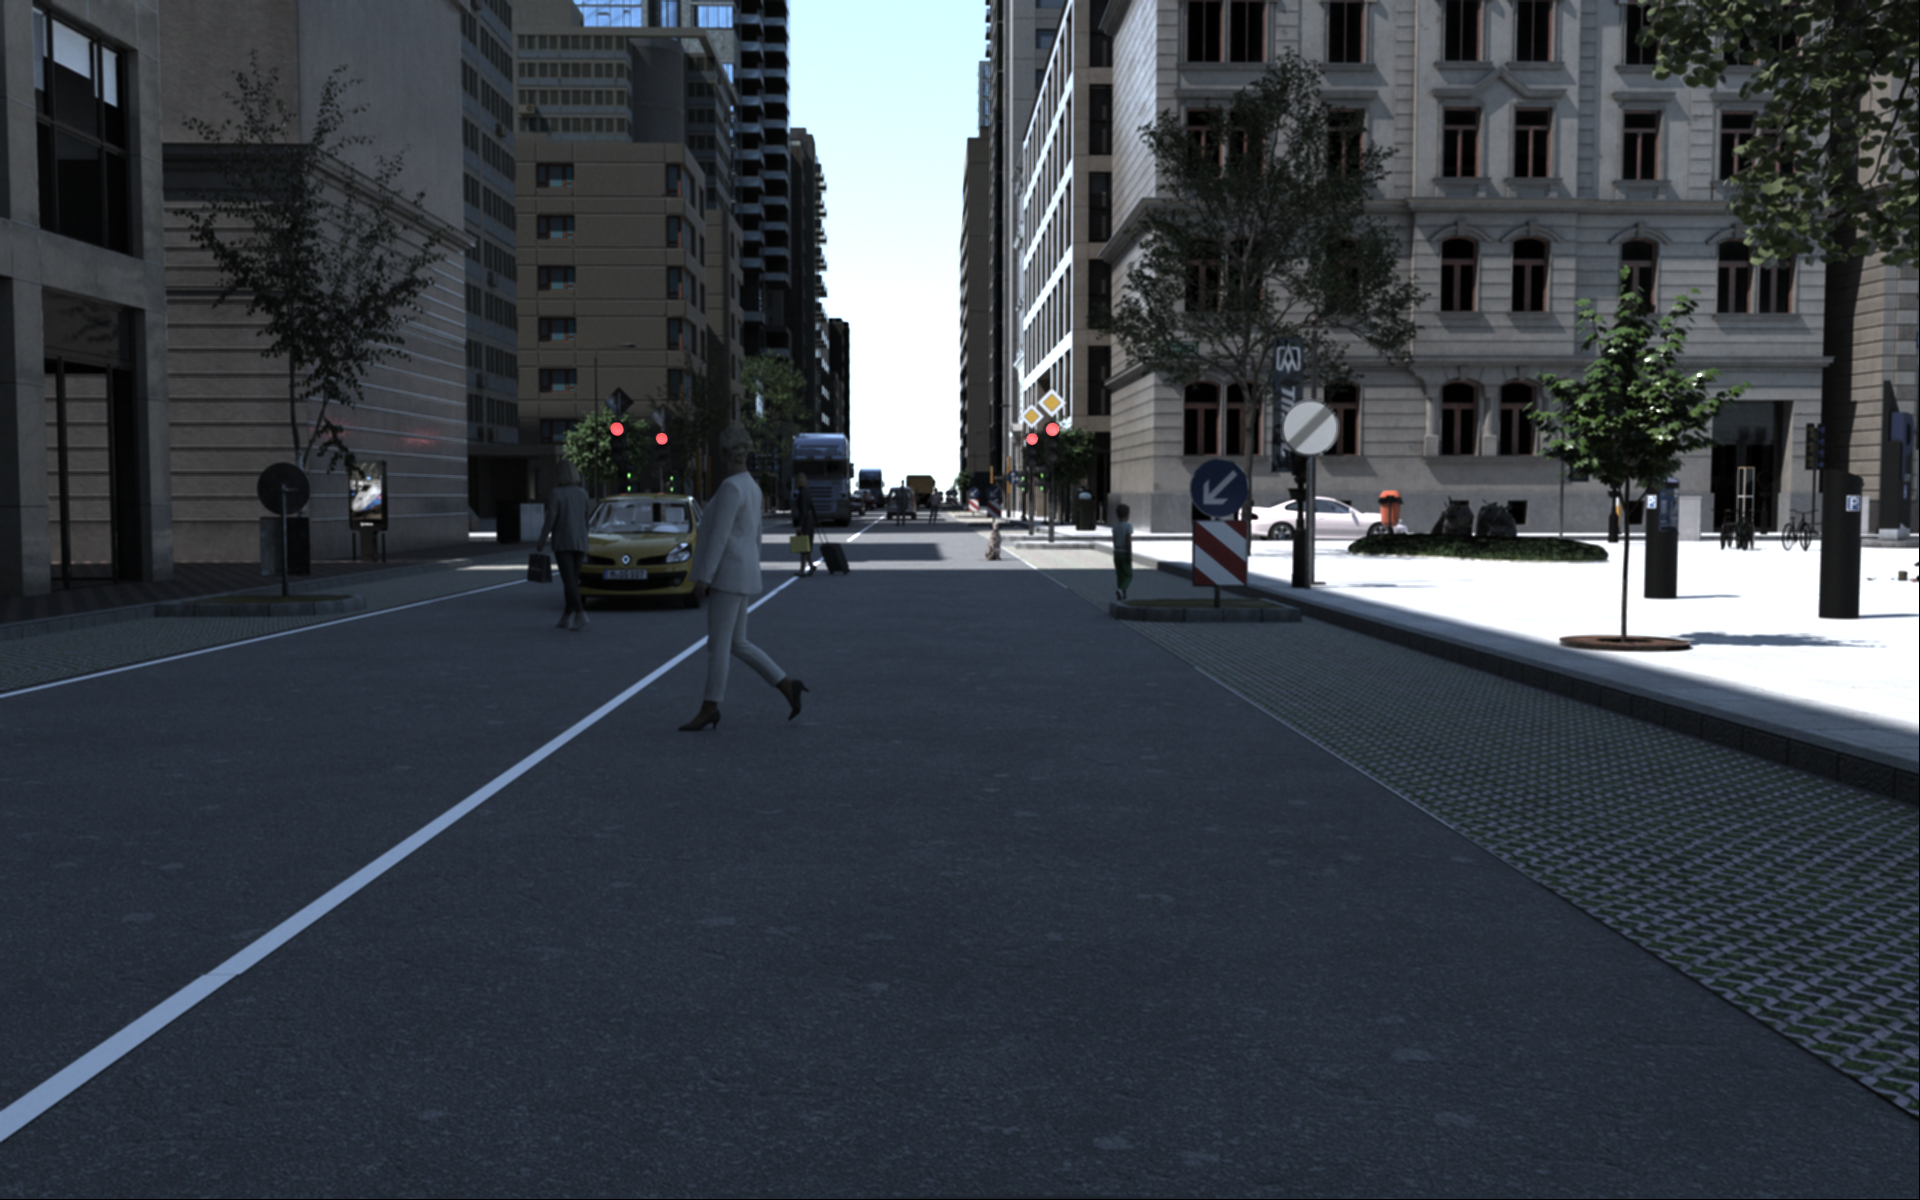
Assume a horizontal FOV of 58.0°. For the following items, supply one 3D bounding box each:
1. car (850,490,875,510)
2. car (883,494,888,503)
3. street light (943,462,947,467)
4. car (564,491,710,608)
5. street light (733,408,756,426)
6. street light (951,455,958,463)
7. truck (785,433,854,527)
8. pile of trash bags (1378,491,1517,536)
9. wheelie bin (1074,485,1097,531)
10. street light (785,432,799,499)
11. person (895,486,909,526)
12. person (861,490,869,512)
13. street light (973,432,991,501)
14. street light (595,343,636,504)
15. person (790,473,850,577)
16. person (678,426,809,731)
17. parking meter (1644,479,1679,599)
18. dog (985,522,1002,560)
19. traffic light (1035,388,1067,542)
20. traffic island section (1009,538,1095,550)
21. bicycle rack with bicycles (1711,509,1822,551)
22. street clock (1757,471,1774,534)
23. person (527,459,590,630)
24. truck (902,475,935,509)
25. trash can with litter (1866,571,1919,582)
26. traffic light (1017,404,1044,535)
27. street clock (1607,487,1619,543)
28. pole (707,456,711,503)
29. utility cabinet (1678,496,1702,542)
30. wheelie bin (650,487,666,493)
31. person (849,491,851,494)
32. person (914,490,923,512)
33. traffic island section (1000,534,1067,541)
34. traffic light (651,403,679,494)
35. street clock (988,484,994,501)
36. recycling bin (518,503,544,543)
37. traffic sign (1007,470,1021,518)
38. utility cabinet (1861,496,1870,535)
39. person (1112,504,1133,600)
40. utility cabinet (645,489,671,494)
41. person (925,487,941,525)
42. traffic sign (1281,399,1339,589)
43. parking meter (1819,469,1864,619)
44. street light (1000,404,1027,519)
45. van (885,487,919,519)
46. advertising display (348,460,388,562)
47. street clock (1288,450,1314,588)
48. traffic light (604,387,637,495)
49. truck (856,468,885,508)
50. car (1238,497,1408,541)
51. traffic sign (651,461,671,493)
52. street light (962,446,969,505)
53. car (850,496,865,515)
[{"bbox_3d":[-8.712,-8.918,154.484,2.281,1.827,5.304,0,4,-3],"label":"car"},{"bbox_3d":[-10.112,-13.453,228.759,1.959,1.807,4.718,0,4,-3],"label":"car"},{"bbox_3d":[-1.272,-16.886,248.631,1.470,5.913,1.316,0,4,-1],"label":"street light"},{"bbox_3d":[-4.160,-0.778,22.949,2.015,1.641,3.980,0,4,-3],"label":"car"},{"bbox_3d":[-11.643,-7.382,93.238,1.470,5.913,1.316,0,4,-1],"label":"street light"},{"bbox_3d":[-0.116,-14.253,205.571,1.470,5.913,1.316,0,4,-1],"label":"street light"},{"bbox_3d":[-6.475,-5.684,82.692,2.967,4.110,18.799,0,4,-3],"label":"truck"},{"bbox_3d":[12.408,-2.103,44.129,3.447,1.369,1.912,1,4,15],"label":"pile of trash bags"},{"bbox_3d":[4.400,-3.239,60.870,0.693,1.594,0.980,-1,4,-20],"label":"wheelie bin"},{"bbox_3d":[-12.540,-9.628,129.961,1.470,5.913,1.316,0,4,-1],"label":"street light"},{"bbox_3d":[-2.632,-4.263,78.304,0.635,1.810,0.391,0,4,-2],"label":"person"},{"bbox_3d":[-7.709,-7.968,139.488,0.721,1.736,1.217,2,4,31],"label":"person"},{"bbox_3d":[1.730,-9.572,129.036,1.470,5.913,1.316,0,4,-1],"label":"street light"},{"bbox_3d":[-10.688,-4.953,53.518,1.470,5.913,1.316,0,4,-1],"label":"street light"},{"bbox_3d":[-2.484,-1.324,30.364,0.699,1.804,1.509,3,5,40],"label":"person"},{"bbox_3d":[-1.318,-0.134,10.562,0.818,1.842,0.514,-1,4,-13],"label":"person"},{"bbox_3d":[8.629,-0.788,21.295,0.372,1.533,0.369,0,3,0],"label":"parking meter"},{"bbox_3d":[0.630,-1.269,37.578,0.800,0.831,0.513,-2,4,-34],"label":"dog"},{"bbox_3d":[2.407,-3.485,45.895,0.839,4.253,0.868,0,4,-1],"label":"traffic light"},{"bbox_3d":[2.447,-1.451,46.010,2.009,0.180,2.903,0,4,-1],"label":"traffic island section"},{"bbox_3d":[18.597,-1.629,40.009,2.852,0.926,2.925,3,4,38],"label":"bicycle rack with bicycles"},{"bbox_3d":[25.558,-3.085,55.010,0.471,2.002,0.358,1,4,19],"label":"street clock"},{"bbox_3d":[-4.193,-0.588,18.305,0.728,1.800,0.709,3,5,44],"label":"person"},{"bbox_3d":[-4.073,-10.852,173.349,3.469,3.379,9.791,0,4,-3],"label":"truck"},{"bbox_3d":[14.496,-0.867,25.231,2.233,1.210,1.678,3,5,43],"label":"trash can with litter"},{"bbox_3d":[2.204,-3.973,53.878,0.839,4.253,0.868,0,4,-1],"label":"traffic light"},{"bbox_3d":[17.271,-2.518,45.735,0.471,2.002,0.358,-2,4,-34],"label":"street clock"},{"bbox_3d":[-13.431,-6.050,92.762,0.158,3.312,0.155,0,3,0],"label":"pole"},{"bbox_3d":[19.571,-2.195,47.053,1.020,1.237,0.306,1,4,15],"label":"utility cabinet"},{"bbox_3d":[-13.888,-4.374,79.426,0.980,1.594,0.693,1,4,19],"label":"wheelie bin"},{"bbox_3d":[-12.671,-11.681,199.452,1.348,1.831,0.705,1,4,21],"label":"person"},{"bbox_3d":[-3.377,-8.143,142.174,0.750,1.759,0.617,-1,4,-21],"label":"person"},{"bbox_3d":[2.245,-1.940,53.992,2.009,0.180,2.903,0,4,-1],"label":"traffic island section"},{"bbox_3d":[-9.153,-3.954,53.574,0.839,4.253,0.868,0,4,-1],"label":"traffic light"},{"bbox_3d":[2.190,-7.103,120.696,0.471,2.002,0.358,0,4,1],"label":"street clock"},{"bbox_3d":[-11.539,-2.061,46.249,0.722,1.027,0.722,-2,4,-27],"label":"recycling bin"},{"bbox_3d":[2.910,-5.709,93.453,0.768,2.556,0.104,0,4,-1],"label":"traffic sign"},{"bbox_3d":[28.706,-2.681,55.002,0.306,1.237,1.020,2,4,27],"label":"utility cabinet"},{"bbox_3d":[2.094,-0.588,22.368,0.306,1.304,0.590,1,4,20],"label":"person"},{"bbox_3d":[-14.126,-4.424,81.019,1.173,1.500,0.318,1,4,17],"label":"utility cabinet"},{"bbox_3d":[-1.306,-4.418,81.411,0.731,1.740,0.598,-2,4,-26],"label":"person"},{"bbox_3d":[4.709,-1.423,23.375,0.768,2.556,0.104,0,4,7],"label":"traffic sign"},{"bbox_3d":[9.105,-0.580,17.901,0.372,1.533,0.369,0,3,0],"label":"parking meter"},{"bbox_3d":[2.754,-7.175,89.859,1.470,5.913,1.316,0,4,-1],"label":"street light"},{"bbox_3d":[-3.355,-5.670,99.715,2.013,2.044,4.112,0,4,0],"label":"van"},{"bbox_3d":[-11.215,-1.689,32.824,0.974,1.923,0.123,2,4,32],"label":"advertising display"},{"bbox_3d":[4.671,-1.174,23.763,0.358,2.002,0.471,0,4,2],"label":"street clock"},{"bbox_3d":[-8.950,-3.466,45.592,0.839,4.253,0.868,0,4,-1],"label":"traffic light"},{"bbox_3d":[-9.442,-12.020,186.290,2.967,4.110,18.799,0,4,-1],"label":"truck"},{"bbox_3d":[10.365,-2.277,49.593,4.827,1.381,2.083,0,4,-1],"label":"car"},{"bbox_3d":[-11.139,-3.937,64.480,0.768,2.556,0.104,0,4,3],"label":"traffic sign"},{"bbox_3d":[0.898,-11.831,165.982,1.470,5.913,1.316,0,4,-1],"label":"street light"},{"bbox_3d":[-7.402,-6.445,117.954,1.945,1.354,3.894,0,4,0],"label":"car"}]
